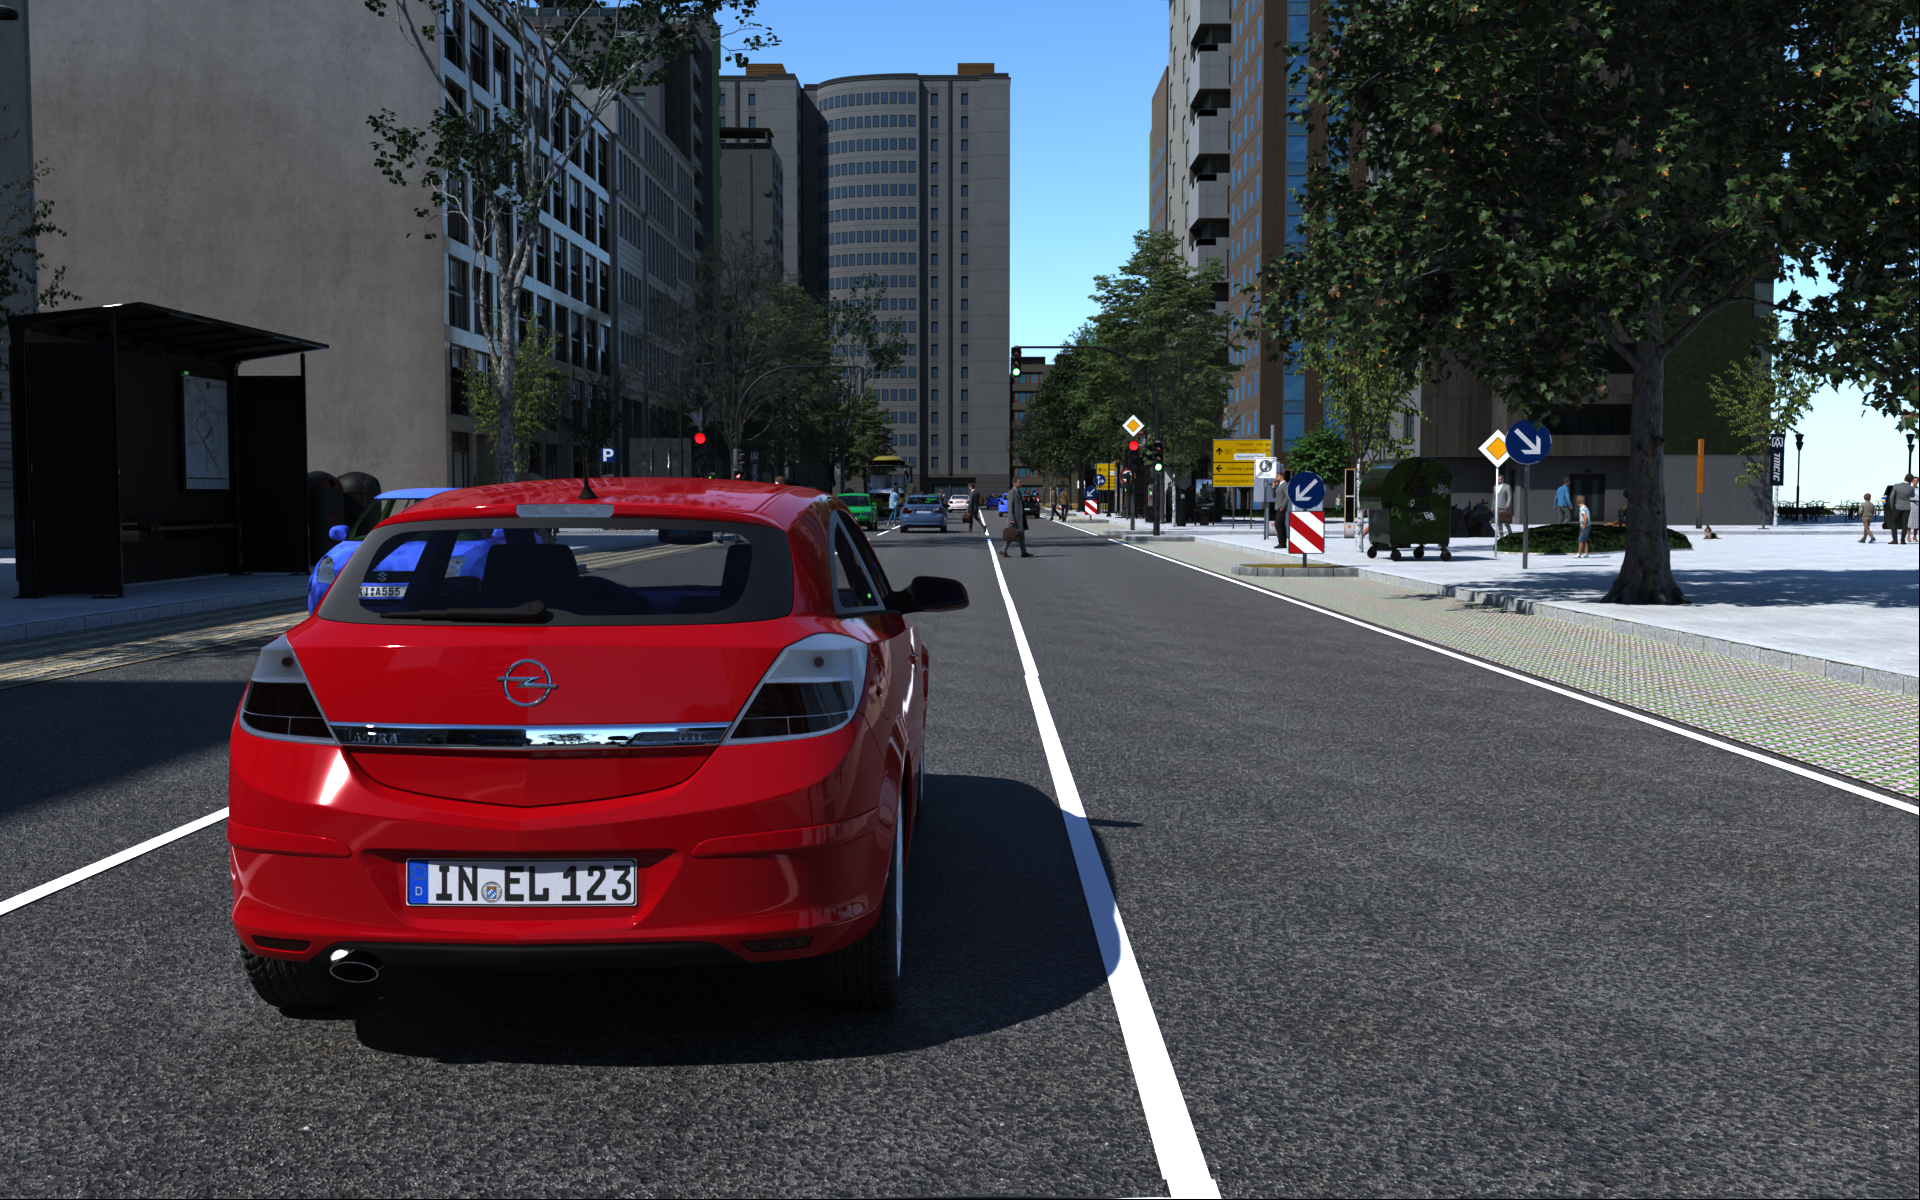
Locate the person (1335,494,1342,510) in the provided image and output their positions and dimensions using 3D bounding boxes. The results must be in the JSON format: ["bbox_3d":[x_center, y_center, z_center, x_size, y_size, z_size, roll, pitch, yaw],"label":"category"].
[{"bbox_3d":[22.317,-5.627,102.288,0.306,1.304,0.590,-3,5,-39],"label":"person"}]

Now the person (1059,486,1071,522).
[{"bbox_3d":[5.325,-4.861,87.883,0.656,1.842,0.836,0,4,4],"label":"person"}]

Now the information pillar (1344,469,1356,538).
[{"bbox_3d":[11.304,-2.797,50.231,0.304,2.012,0.304,1,4,12],"label":"information pillar"}]

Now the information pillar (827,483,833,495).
[{"bbox_3d":[-8.944,-7.015,119.188,0.304,2.012,0.304,-1,4,-14],"label":"information pillar"}]

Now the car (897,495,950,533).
[{"bbox_3d":[-1.363,-3.254,65.209,2.014,1.417,4.499,0,4,-1],"label":"car"}]

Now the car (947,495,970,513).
[{"bbox_3d":[0.028,-7.429,133.822,2.083,1.381,4.827,0,4,1],"label":"car"}]

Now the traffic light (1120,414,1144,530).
[{"bbox_3d":[6.094,-4.423,61.232,0.839,4.253,0.868,0,4,0],"label":"traffic light"}]

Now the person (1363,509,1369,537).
[{"bbox_3d":[9.697,-2.108,40.603,0.778,1.811,0.616,-1,4,-16],"label":"person"}]

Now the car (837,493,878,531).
[{"bbox_3d":[-4.187,-3.622,68.020,1.959,1.807,4.718,0,3,0],"label":"car"}]

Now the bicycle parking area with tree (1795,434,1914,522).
[{"bbox_3d":[42.579,-5.838,82.458,8.231,4.147,9.016,1,4,15],"label":"bicycle parking area with tree"}]

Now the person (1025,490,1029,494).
[{"bbox_3d":[6.120,-9.176,158.471,1.348,1.831,0.705,-2,4,-27],"label":"person"}]

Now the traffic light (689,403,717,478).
[{"bbox_3d":[-7.934,-3.940,53.347,0.839,4.253,0.868,0,4,0],"label":"traffic light"}]

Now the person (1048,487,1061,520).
[{"bbox_3d":[5.178,-5.272,94.605,0.836,1.842,0.656,-1,4,-15],"label":"person"}]

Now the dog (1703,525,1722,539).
[{"bbox_3d":[21.477,-1.934,49.360,0.748,0.427,0.550,0,3,0],"label":"dog"}]

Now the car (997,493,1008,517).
[{"bbox_3d":[3.324,-6.186,110.732,1.945,1.707,3.694,0,3,0],"label":"car"}]

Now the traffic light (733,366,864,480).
[{"bbox_3d":[-5.775,-5.302,61.350,4.771,5.953,1.251,0,4,0],"label":"traffic light"}]

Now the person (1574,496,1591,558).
[{"bbox_3d":[12.477,-1.467,34.706,0.332,1.250,0.352,-2,4,-30],"label":"person"}]

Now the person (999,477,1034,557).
[{"bbox_3d":[1.288,-1.870,39.178,0.767,1.812,0.694,1,4,22],"label":"person"}]

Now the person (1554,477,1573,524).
[{"bbox_3d":[18.124,-2.794,52.074,0.444,1.785,0.601,0,4,-8],"label":"person"}]

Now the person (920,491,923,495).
[{"bbox_3d":[-3.830,-10.408,179.202,0.750,1.759,0.617,1,4,15],"label":"person"}]

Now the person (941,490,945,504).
[{"bbox_3d":[-1.425,-7.106,125.348,0.731,1.740,0.598,0,4,-4],"label":"person"}]

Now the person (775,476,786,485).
[{"bbox_3d":[-3.156,-1.356,31.263,0.643,1.750,0.593,3,4,36],"label":"person"}]

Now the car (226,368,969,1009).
[{"bbox_3d":[-1.042,0.167,6.305,2.155,1.783,4.494,0,3,0],"label":"car"}]

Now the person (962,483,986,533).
[{"bbox_3d":[0.543,-3.408,64.189,0.822,1.834,0.622,2,4,25],"label":"person"}]

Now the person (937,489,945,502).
[{"bbox_3d":[-1.328,-6.741,119.113,0.661,1.777,0.834,2,4,35],"label":"person"}]

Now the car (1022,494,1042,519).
[{"bbox_3d":[3.843,-5.670,102.495,2.009,1.686,4.222,0,4,1],"label":"car"}]

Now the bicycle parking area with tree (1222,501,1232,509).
[{"bbox_3d":[24.559,-8.812,131.076,9.016,4.147,8.231,-1,4,-12],"label":"bicycle parking area with tree"}]

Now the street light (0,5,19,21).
[{"bbox_3d":[-9.647,-2.696,16.624,1.470,5.913,1.316,0,4,0],"label":"street light"}]

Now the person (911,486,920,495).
[{"bbox_3d":[-2.234,-4.685,85.191,0.616,1.811,0.778,1,4,14],"label":"person"}]

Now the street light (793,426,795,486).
[{"bbox_3d":[-8.989,-7.764,99.477,1.470,5.913,1.316,0,4,0],"label":"street light"}]

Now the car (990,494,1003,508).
[{"bbox_3d":[4.035,-10.639,184.170,2.015,1.641,3.980,0,4,1],"label":"car"}]

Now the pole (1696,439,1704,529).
[{"bbox_3d":[27.401,-4.299,64.126,0.158,3.312,0.155,0,3,0],"label":"pole"}]

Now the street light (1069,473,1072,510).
[{"bbox_3d":[8.183,-10.020,136.363,1.470,5.913,1.316,0,4,0],"label":"street light"}]

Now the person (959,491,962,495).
[{"bbox_3d":[0.028,-11.759,200.779,0.705,1.821,1.348,0,4,-7],"label":"person"}]

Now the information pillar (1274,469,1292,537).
[{"bbox_3d":[9.564,-2.850,51.089,0.304,2.012,0.304,-2,4,-28],"label":"information pillar"}]

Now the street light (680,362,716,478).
[{"bbox_3d":[-9.304,-5.425,61.235,1.470,5.913,1.316,0,4,0],"label":"street light"}]

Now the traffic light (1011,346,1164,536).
[{"bbox_3d":[3.934,-4.798,53.123,4.771,5.953,1.251,0,4,0],"label":"traffic light"}]

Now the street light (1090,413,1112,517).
[{"bbox_3d":[7.902,-7.681,98.121,1.470,5.913,1.316,0,4,0],"label":"street light"}]

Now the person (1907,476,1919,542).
[{"bbox_3d":[25.521,-2.426,46.285,0.480,1.755,0.524,0,4,0],"label":"person"}]

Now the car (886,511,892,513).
[{"bbox_3d":[-4.732,-7.678,134.570,2.155,1.783,4.494,0,4,2],"label":"car"}]

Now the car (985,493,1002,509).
[{"bbox_3d":[3.345,-9.369,162.774,1.945,1.707,3.694,0,4,0],"label":"car"}]

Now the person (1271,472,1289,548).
[{"bbox_3d":[7.591,-2.129,41.038,0.473,1.802,0.592,1,4,14],"label":"person"}]

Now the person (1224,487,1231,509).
[{"bbox_3d":[17.949,-6.738,116.379,0.590,1.801,0.661,1,4,20],"label":"person"}]

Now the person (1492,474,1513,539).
[{"bbox_3d":[14.635,-2.485,46.793,0.853,1.813,0.709,-3,5,-41],"label":"person"}]

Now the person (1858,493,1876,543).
[{"bbox_3d":[23.648,-2.132,45.180,0.475,1.303,0.640,-1,4,-19],"label":"person"}]

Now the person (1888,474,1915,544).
[{"bbox_3d":[24.026,-2.322,44.196,0.592,1.802,0.473,2,4,34],"label":"person"}]

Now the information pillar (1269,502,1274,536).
[{"bbox_3d":[9.626,-2.979,53.206,0.304,2.012,0.304,1,4,14],"label":"information pillar"}]

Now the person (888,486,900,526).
[{"bbox_3d":[-2.986,-4.231,77.944,0.793,1.790,0.793,1,4,21],"label":"person"}]
